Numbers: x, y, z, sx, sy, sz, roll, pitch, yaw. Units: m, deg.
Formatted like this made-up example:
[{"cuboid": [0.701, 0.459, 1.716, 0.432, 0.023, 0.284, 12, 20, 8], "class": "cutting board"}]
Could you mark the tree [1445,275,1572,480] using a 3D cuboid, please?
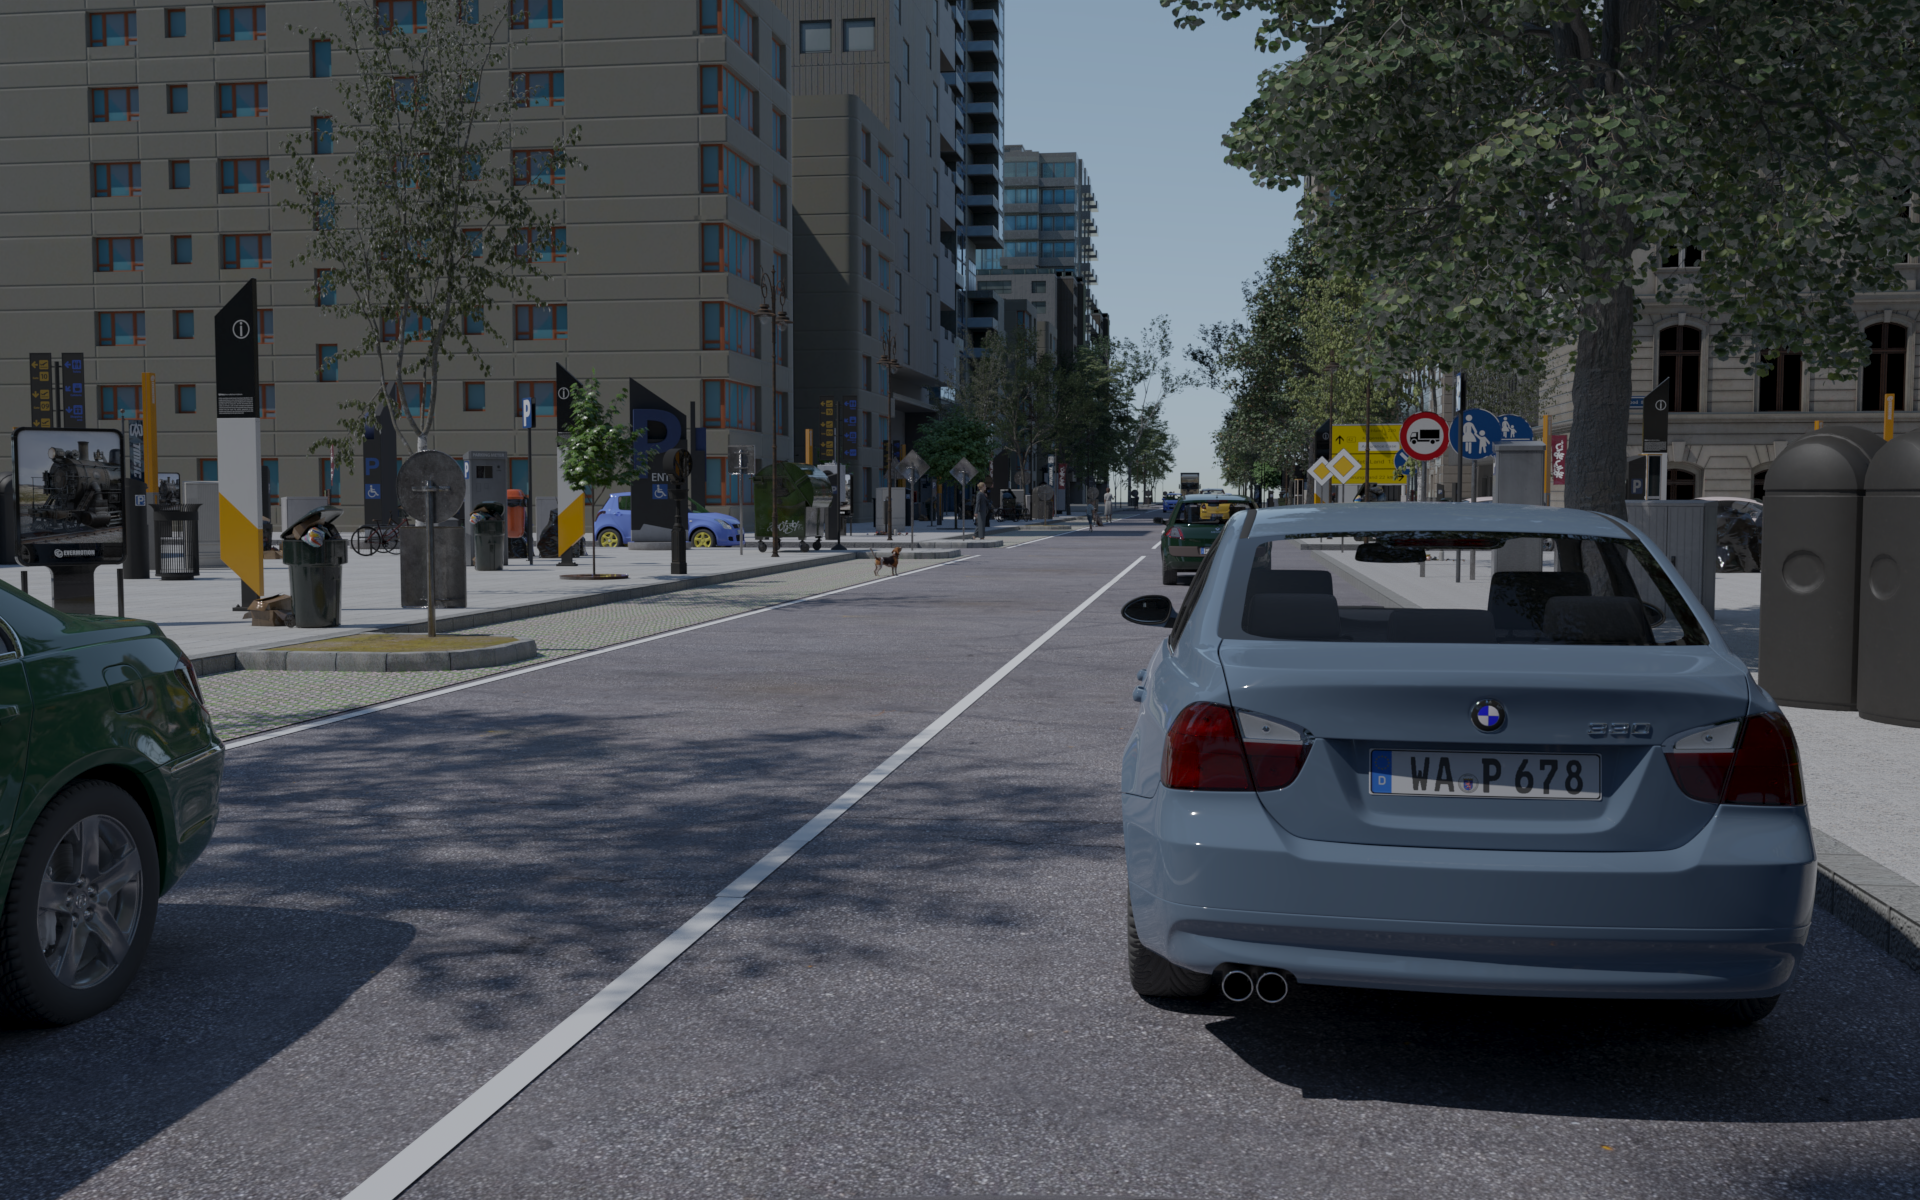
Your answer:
[{"cuboid": [17.197, -6.393, 54.881, 4.360, 8.622, 3.978, 0, 3, 0], "class": "tree"}]

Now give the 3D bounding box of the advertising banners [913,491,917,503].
[{"cuboid": [-2.459, -5.800, 91.025, 2.074, 3.025, 0.090, 1, 4, 18], "class": "advertising banners"}]

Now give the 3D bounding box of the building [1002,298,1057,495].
[{"cuboid": [-5.621, -19.872, 169.941, 27.650, 21.520, 28.899, 1, 4, 8], "class": "building"}]

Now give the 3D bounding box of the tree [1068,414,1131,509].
[{"cuboid": [10.777, -11.591, 139.882, 4.737, 8.622, 4.395, 0, 3, 0], "class": "tree"}]

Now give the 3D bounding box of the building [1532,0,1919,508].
[{"cuboid": [37.596, -14.488, 55.970, 34.723, 24.649, 14.460, 1, 4, 8], "class": "building"}]

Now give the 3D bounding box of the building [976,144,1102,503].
[{"cuboid": [7.829, -38.200, 244.177, 23.786, 49.044, 30.456, 1, 4, 8], "class": "building"}]

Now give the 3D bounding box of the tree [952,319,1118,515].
[{"cuboid": [3.492, -9.602, 91.405, 8.767, 10.594, 7.601, 1, 4, 10], "class": "tree"}]

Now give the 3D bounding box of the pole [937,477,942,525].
[{"cuboid": [-0.849, -4.725, 71.091, 0.158, 3.312, 0.155, 0, 3, 0], "class": "pole"}]

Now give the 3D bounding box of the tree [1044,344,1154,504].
[{"cuboid": [9.954, -13.055, 131.575, 7.486, 12.596, 7.792, 0, 3, 0], "class": "tree"}]

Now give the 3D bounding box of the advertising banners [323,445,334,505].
[{"cuboid": [-20.574, -3.687, 56.465, 0.090, 3.025, 2.074, -2, 4, -27], "class": "advertising banners"}]

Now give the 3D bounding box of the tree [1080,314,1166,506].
[{"cuboid": [19.083, -19.936, 181.835, 12.611, 20.169, 13.585, 0, 3, 0], "class": "tree"}]

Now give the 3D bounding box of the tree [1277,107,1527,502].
[{"cuboid": [8.122, -4.944, 31.190, 4.737, 8.622, 4.395, 0, 3, 0], "class": "tree"}]

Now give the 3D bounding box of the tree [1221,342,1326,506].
[{"cuboid": [19.407, -10.420, 104.784, 8.767, 10.594, 7.601, 3, 4, 37], "class": "tree"}]

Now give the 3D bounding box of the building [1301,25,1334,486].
[{"cuboid": [60.803, -50.488, 263.728, 20.563, 71.187, 20.611, 1, 4, 8], "class": "building"}]

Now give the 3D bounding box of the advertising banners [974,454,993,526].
[{"cuboid": [1.004, -4.559, 70.727, 0.090, 3.025, 2.074, 2, 4, 24], "class": "advertising banners"}]

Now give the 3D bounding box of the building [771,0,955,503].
[{"cuboid": [-15.183, -31.824, 109.557, 28.713, 52.752, 27.495, 1, 4, 8], "class": "building"}]

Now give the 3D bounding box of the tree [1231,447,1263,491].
[{"cuboid": [23.955, -11.612, 140.222, 4.360, 8.622, 3.978, 0, 3, 0], "class": "tree"}]

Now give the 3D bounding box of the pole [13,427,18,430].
[{"cuboid": [-28.684, -3.601, 52.720, 0.158, 3.312, 0.155, 0, 3, 0], "class": "pole"}]

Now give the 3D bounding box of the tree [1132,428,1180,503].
[{"cuboid": [29.346, -20.649, 263.368, 9.928, 11.665, 9.643, 0, 3, 0], "class": "tree"}]

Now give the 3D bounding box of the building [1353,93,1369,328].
[{"cuboid": [41.031, -28.502, 149.606, 14.154, 41.232, 14.086, 1, 4, 8], "class": "building"}]

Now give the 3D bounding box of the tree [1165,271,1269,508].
[{"cuboid": [25.076, -17.978, 149.832, 12.611, 20.169, 13.585, 0, 3, 0], "class": "tree"}]

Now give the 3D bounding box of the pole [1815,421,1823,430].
[{"cuboid": [23.870, -3.326, 48.226, 0.158, 3.312, 0.155, 0, 3, 0], "class": "pole"}]

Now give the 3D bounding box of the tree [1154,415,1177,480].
[{"cuboid": [23.677, -18.501, 220.622, 7.486, 12.596, 7.792, 0, 3, 0], "class": "tree"}]

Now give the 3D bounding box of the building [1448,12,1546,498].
[{"cuboid": [31.690, -17.562, 80.646, 14.314, 27.812, 24.014, 1, 4, 8], "class": "building"}]

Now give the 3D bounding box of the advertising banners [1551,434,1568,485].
[{"cuboid": [18.209, -3.325, 50.544, 2.074, 3.025, 0.090, 3, 4, 38], "class": "advertising banners"}]

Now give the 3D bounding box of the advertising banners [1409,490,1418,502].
[{"cuboid": [16.692, -4.142, 63.909, 0.090, 3.025, 2.074, 2, 4, 26], "class": "advertising banners"}]

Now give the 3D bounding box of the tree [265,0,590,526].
[{"cuboid": [-6.874, -4.388, 22.105, 4.360, 8.622, 3.978, 0, 3, 0], "class": "tree"}]

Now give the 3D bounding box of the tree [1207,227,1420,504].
[{"cuboid": [15.069, -9.565, 73.401, 9.611, 12.733, 9.660, 0, 3, 0], "class": "tree"}]

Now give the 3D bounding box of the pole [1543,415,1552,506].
[{"cuboid": [15.156, -3.115, 44.767, 0.158, 3.312, 0.155, 0, 3, 0], "class": "pole"}]

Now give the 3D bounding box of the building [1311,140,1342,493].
[{"cuboid": [51.185, -34.665, 216.880, 14.600, 45.320, 14.200, 1, 4, 8], "class": "building"}]

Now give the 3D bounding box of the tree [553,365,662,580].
[{"cuboid": [-5.557, -1.924, 26.065, 1.663, 3.219, 1.824, 0, 3, 0], "class": "tree"}]

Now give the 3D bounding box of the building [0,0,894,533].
[{"cuboid": [-18.980, -13.864, 71.718, 27.650, 21.520, 28.899, 1, 4, 8], "class": "building"}]

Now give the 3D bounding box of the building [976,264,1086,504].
[{"cuboid": [8.614, -27.550, 222.140, 14.160, 30.474, 14.107, 1, 4, 8], "class": "building"}]

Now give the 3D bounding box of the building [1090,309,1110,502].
[{"cuboid": [15.590, -30.281, 266.797, 14.160, 30.474, 14.107, 1, 4, 8], "class": "building"}]

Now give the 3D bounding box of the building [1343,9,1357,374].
[{"cuboid": [48.231, -38.375, 169.435, 21.231, 58.520, 28.212, 1, 4, 8], "class": "building"}]

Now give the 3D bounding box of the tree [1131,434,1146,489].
[{"cuboid": [13.829, -12.325, 151.880, 4.737, 8.622, 4.395, 0, 3, 0], "class": "tree"}]

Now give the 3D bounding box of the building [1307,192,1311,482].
[{"cuboid": [59.268, -37.853, 238.497, 23.786, 49.044, 30.456, 1, 4, 8], "class": "building"}]

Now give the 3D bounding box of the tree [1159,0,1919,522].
[{"cuboid": [5.375, -6.589, 14.386, 9.857, 13.997, 8.962, 0, 3, 0], "class": "tree"}]

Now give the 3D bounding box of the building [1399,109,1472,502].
[{"cuboid": [33.769, -18.844, 105.356, 12.463, 27.353, 25.104, 1, 4, 8], "class": "building"}]

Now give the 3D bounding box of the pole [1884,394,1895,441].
[{"cuboid": [18.947, -2.541, 35.394, 0.158, 3.312, 0.155, 0, 3, 0], "class": "pole"}]

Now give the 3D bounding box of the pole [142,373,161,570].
[{"cuboid": [-13.630, -2.162, 29.189, 0.158, 3.312, 0.155, 0, 3, 0], "class": "pole"}]

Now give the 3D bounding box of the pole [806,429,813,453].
[{"cuboid": [-4.743, -3.712, 54.533, 0.158, 3.312, 0.155, 0, 3, 0], "class": "pole"}]

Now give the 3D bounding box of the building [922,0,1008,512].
[{"cuboid": [-7.072, -50.476, 137.948, 22.319, 86.520, 31.000, 1, 4, 8], "class": "building"}]

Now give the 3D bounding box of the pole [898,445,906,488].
[{"cuboid": [-2.344, -4.745, 71.419, 0.158, 3.312, 0.155, 0, 3, 0], "class": "pole"}]

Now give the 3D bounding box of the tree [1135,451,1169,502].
[{"cuboid": [30.655, -19.594, 270.718, 4.360, 8.622, 3.978, 0, 3, 0], "class": "tree"}]

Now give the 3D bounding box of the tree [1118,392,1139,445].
[{"cuboid": [6.615, -10.445, 105.186, 8.767, 10.594, 7.601, 0, 4, -2], "class": "tree"}]

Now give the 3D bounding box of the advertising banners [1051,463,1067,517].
[{"cuboid": [5.066, -6.234, 98.112, 2.074, 3.025, 0.090, -1, 4, -9], "class": "advertising banners"}]

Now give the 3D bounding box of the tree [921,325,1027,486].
[{"cuboid": [0.767, -7.631, 75.135, 4.360, 8.622, 3.978, 0, 3, 0], "class": "tree"}]

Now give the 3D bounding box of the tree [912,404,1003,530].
[{"cuboid": [-0.076, -4.847, 62.969, 4.285, 4.588, 4.351, 0, 3, 0], "class": "tree"}]
